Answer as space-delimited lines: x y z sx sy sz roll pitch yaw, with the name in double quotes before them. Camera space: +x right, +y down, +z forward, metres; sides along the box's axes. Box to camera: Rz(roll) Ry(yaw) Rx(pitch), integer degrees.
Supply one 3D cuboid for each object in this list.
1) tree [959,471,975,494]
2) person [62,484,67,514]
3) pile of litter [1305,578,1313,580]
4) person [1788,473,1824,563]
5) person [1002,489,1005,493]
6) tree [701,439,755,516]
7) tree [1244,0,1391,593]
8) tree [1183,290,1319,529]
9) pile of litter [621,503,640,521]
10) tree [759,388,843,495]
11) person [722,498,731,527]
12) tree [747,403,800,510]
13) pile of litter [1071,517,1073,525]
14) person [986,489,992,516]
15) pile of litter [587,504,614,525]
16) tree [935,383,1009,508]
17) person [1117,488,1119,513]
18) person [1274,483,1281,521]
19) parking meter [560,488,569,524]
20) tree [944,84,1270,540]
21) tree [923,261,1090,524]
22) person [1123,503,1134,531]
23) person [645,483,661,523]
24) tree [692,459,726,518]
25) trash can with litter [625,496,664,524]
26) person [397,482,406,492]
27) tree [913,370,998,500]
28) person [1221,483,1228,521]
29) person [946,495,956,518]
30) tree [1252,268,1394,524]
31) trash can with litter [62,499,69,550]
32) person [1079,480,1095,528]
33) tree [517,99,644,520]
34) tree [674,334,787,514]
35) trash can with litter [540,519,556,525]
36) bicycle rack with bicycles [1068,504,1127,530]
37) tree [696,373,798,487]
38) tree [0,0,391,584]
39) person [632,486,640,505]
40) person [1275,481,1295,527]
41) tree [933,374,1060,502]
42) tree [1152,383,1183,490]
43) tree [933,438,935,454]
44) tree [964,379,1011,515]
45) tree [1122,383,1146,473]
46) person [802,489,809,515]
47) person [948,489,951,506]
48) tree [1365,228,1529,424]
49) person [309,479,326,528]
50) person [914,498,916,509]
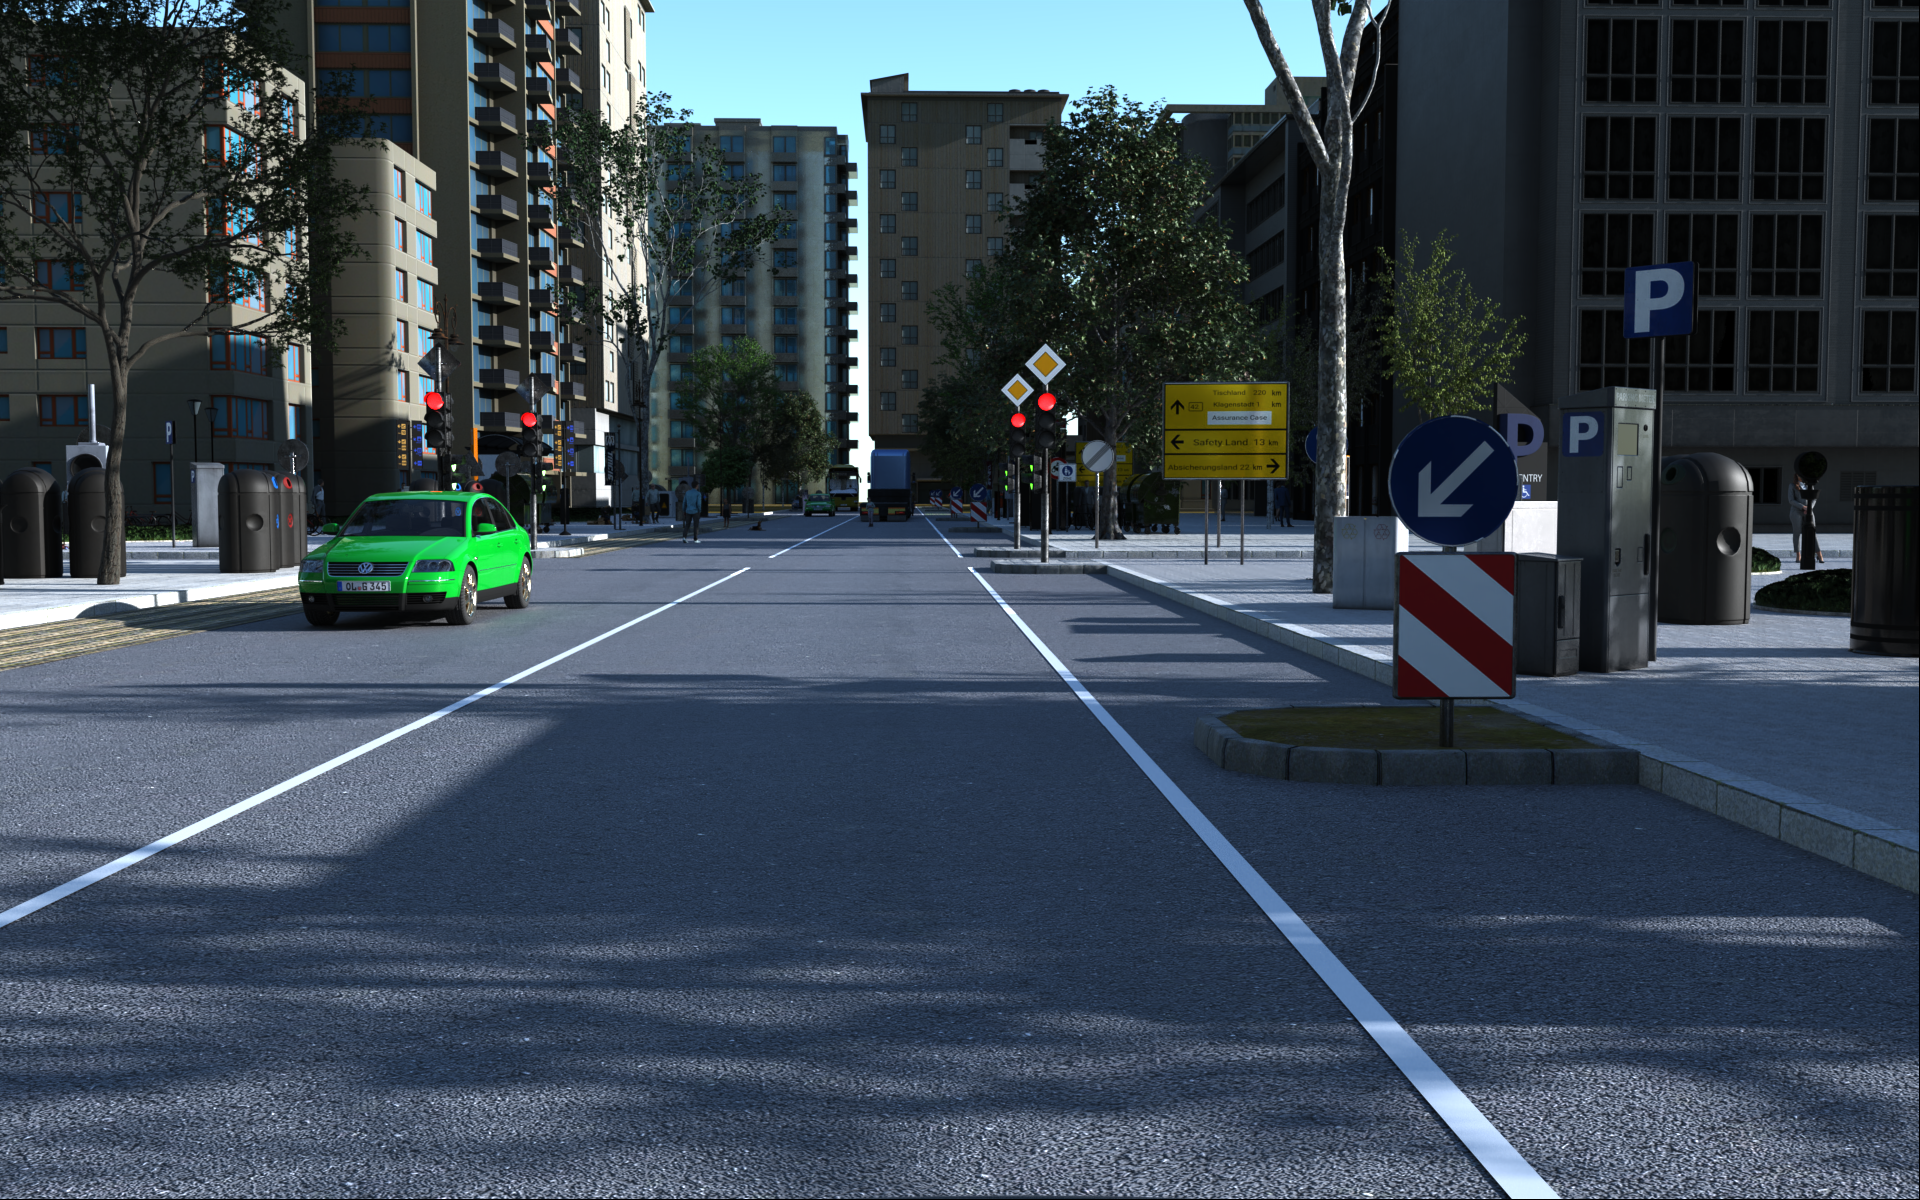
"tree" 0.978 -9.214 145.249 1.663 3.219 1.824 0 3 0
"person" -32.804 -3.469 63.770 0.522 1.701 0.512 3 4 39
"pile of litter" 5.905 -0.707 25.524 1.176 0.858 1.719 -2 4 -27
"person" 15.782 -1.589 32.295 0.520 1.790 0.573 -1 4 -15
"person" 4.330 -10.018 170.499 0.621 1.740 0.551 -2 4 -34
"tree" -13.843 -7.339 103.699 4.285 4.588 4.351 0 3 0
"tree" 3.387 -10.181 22.348 12.611 20.169 13.585 0 3 0
"tree" 11.489 -6.889 63.004 4.737 8.622 4.395 0 3 0
"pile of litter" -15.850 -4.244 83.352 1.176 0.858 1.719 2 4 28
"tree" -17.430 -16.504 186.852 9.611 12.733 9.660 0 3 0
"person" -9.970 -3.717 73.944 0.362 1.253 0.373 1 4 10
"tree" -15.340 -11.415 136.996 4.360 8.622 3.978 0 3 0
"pile of litter" 4.808 -3.601 72.846 1.719 0.858 1.176 -3 5 -40
"person" 1.697 -5.884 102.582 0.444 1.785 0.601 0 4 0
"pile of litter" -15.027 -3.575 72.418 1.176 0.858 1.719 -1 4 -17
"tree" 1.513 -9.805 110.680 4.737 8.622 4.395 0 3 0
"person" 10.373 -6.630 114.622 0.721 1.800 0.419 -1 4 -21
"person" 14.921 -4.607 81.387 0.654 1.822 0.581 -3 5 -42
"parking meter" -16.774 -3.981 73.495 0.372 1.533 0.369 0 3 0
"tree" 4.349 -8.059 48.769 9.611 12.733 9.660 0 3 0
"tree" 2.605 -9.132 75.070 9.928 11.665 9.643 0 3 0
"person" 5.909 -3.301 59.982 0.580 1.828 0.573 3 4 36
"person" -13.720 -4.315 77.074 0.782 1.767 0.515 -2 4 -33
"tree" -13.918 -6.128 94.800 1.663 3.219 1.824 0 3 0
"trash can with litter" -13.743 -3.936 75.415 1.678 1.210 2.233 -1 4 -10
"person" -26.490 -4.664 82.267 0.622 1.834 0.822 -3 4 -37
"tree" 0.014 -16.562 177.436 9.857 13.997 8.962 0 3 0
"person" 12.330 -4.617 81.737 0.583 1.804 0.606 -3 5 -39
"person" -0.475 -5.518 99.285 0.480 1.755 0.524 3 4 36
"tree" 12.239 -6.500 56.639 4.360 8.622 3.978 0 3 0
"trash can with litter" -21.157 -1.803 40.545 2.233 1.210 1.678 -2 4 -32
"person" 4.858 -3.646 65.768 0.709 1.813 0.853 0 4 3
"tree" -13.439 -13.687 79.675 12.611 20.169 13.585 0 3 0
"tree" -14.811 -11.377 111.774 9.928 11.665 9.643 0 3 0
"trash can with litter" -17.063 -3.650 71.067 1.055 1.170 0.624 2 4 24
"bicycle rack with bicycles" 5.194 -2.969 61.922 2.852 0.926 2.925 -1 4 -15
"tree" -15.828 -11.888 128.783 8.767 10.594 7.601 1 4 9
"tree" -11.746 -5.496 24.280 7.601 10.594 8.767 0 4 -5
"person" -18.293 -5.625 98.504 0.782 1.767 0.515 -1 4 -21
"person" 12.642 -3.749 67.522 0.721 1.800 0.419 3 4 37
"tree" 1.472 -11.869 128.478 8.767 10.594 7.601 2 4 34
"tree" 12.872 -8.545 90.065 4.737 8.622 4.395 0 3 0
"tree" -0.230 -12.247 150.593 4.737 8.622 4.395 0 3 0
"tree" 1.970 -9.432 104.569 4.360 8.622 3.978 0 3 0
"tree" 11.368 -9.566 106.768 4.737 8.622 4.395 0 3 0
"person" -10.384 -6.577 116.709 0.551 1.740 0.621 2 4 24
"person" -1.005 -11.133 188.037 0.705 1.831 1.348 2 4 30
"tree" 13.167 -5.969 47.958 4.737 8.622 4.395 0 3 0
"person" -23.843 -3.563 64.399 0.850 1.850 0.679 0 4 -2
"person" -4.400 -9.131 161.020 0.697 1.427 0.421 2 4 24
